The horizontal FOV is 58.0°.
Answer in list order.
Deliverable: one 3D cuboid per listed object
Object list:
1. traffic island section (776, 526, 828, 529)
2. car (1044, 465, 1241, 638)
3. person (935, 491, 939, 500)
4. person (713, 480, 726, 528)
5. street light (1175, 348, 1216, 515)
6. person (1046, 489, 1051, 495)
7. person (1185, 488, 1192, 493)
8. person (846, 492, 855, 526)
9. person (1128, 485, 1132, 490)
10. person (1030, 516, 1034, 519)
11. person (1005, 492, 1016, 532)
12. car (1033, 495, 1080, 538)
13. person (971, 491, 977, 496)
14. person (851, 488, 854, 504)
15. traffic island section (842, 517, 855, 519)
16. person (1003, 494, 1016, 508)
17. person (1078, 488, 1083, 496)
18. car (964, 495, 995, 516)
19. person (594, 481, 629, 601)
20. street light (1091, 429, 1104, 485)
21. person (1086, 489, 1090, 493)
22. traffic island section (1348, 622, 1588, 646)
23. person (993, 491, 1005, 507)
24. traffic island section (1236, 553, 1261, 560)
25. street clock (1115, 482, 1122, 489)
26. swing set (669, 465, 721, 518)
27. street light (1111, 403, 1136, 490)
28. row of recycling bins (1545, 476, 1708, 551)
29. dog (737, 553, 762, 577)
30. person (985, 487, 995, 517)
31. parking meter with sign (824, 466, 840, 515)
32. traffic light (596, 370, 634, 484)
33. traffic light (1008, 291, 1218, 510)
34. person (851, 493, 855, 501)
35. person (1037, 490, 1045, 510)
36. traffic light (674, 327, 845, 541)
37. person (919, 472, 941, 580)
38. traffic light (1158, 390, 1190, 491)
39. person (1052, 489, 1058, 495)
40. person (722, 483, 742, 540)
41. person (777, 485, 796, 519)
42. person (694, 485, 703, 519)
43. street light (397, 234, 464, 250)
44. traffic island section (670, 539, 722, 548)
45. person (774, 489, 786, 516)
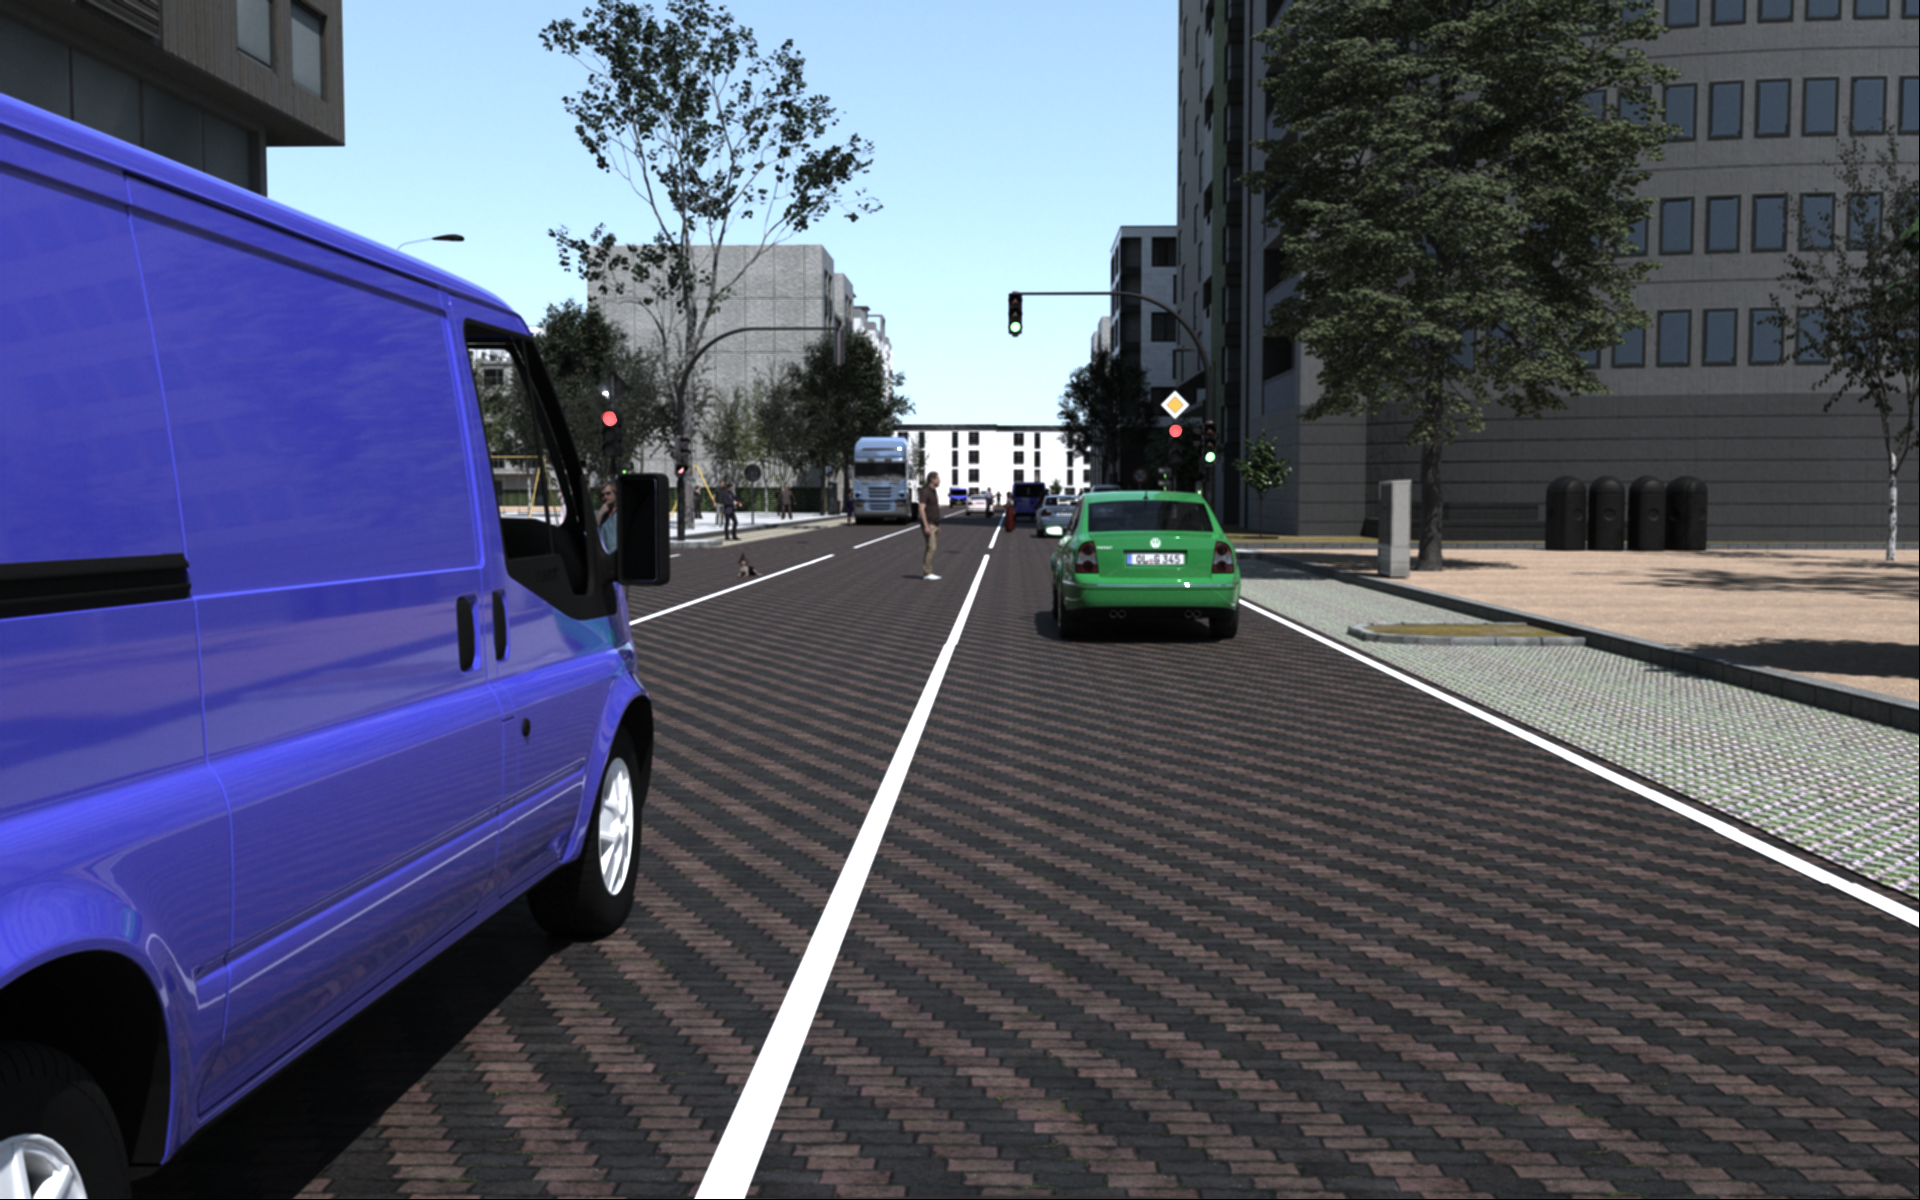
[{"bbox_3d":[-6.576,-3.032,72.439,1.991,0.108,1.994,0,4,2],"label":"traffic island section"},{"bbox_3d":[1.903,-0.601,18.624,1.959,1.807,4.718,0,4,1],"label":"car"},{"bbox_3d":[-2.428,-9.578,165.822,0.721,1.735,1.217,-3,5,-42],"label":"person"},{"bbox_3d":[-9.129,-3.665,66.095,0.598,1.807,0.434,-1,4,-19],"label":"person"},{"bbox_3d":[7.536,-5.050,55.101,1.470,5.913,1.316,0,4,2],"label":"street light"},{"bbox_3d":[5.125,-5.639,101.417,0.841,1.734,0.376,-3,5,-43],"label":"person"},{"bbox_3d":[12.296,-5.267,92.847,0.565,1.739,0.600,3,5,42],"label":"person"},{"bbox_3d":[-4.838,-4.069,77.398,0.546,1.535,0.453,2,4,23],"label":"person"},{"bbox_3d":[9.563,-5.587,97.516,0.434,1.807,0.598,0,4,6],"label":"person"},{"bbox_3d":[4.024,-5.307,98.509,0.697,1.427,0.421,3,4,38],"label":"person"},{"bbox_3d":[1.883,-3.319,65.226,0.387,1.526,0.523,1,4,14],"label":"person"},{"bbox_3d":[3.448,-2.826,58.207,2.014,1.417,4.499,0,4,2],"label":"car"},{"bbox_3d":[1.541,-11.010,189.044,0.750,1.759,0.617,1,4,14],"label":"person"},{"bbox_3d":[-7.926,-7.520,129.708,1.217,1.736,0.721,1,4,22],"label":"person"},{"bbox_3d":[-5.742,-4.712,99.913,1.991,0.108,1.994,0,4,2],"label":"traffic island section"},{"bbox_3d":[2.356,-4.403,83.175,0.600,1.496,0.574,-1,4,-11],"label":"person"},{"bbox_3d":[12.399,-10.515,177.588,0.705,1.869,1.348,3,5,43],"label":"person"},{"bbox_3d":[1.324,-6.329,115.838,2.083,1.381,4.827,0,4,0],"label":"car"},{"bbox_3d":[-3.184,-0.323,16.000,0.499,1.552,0.429,2,4,33],"label":"person"},{"bbox_3d":[9.527,-9.143,122.022,1.470,5.913,1.316,0,4,2],"label":"street light"},{"bbox_3d":[6.888,-5.133,93.362,0.436,1.711,0.756,1,4,9],"label":"person"},{"bbox_3d":[4.926,0.345,17.218,1.991,0.108,1.994,0,4,2],"label":"traffic island section"},{"bbox_3d":[4.431,-11.594,198.019,1.348,1.831,0.705,1,4,13],"label":"person"},{"bbox_3d":[5.592,-1.028,39.085,2.009,0.180,2.903,0,4,2],"label":"traffic island section"},{"bbox_3d":[9.302,-5.932,101.558,0.358,2.002,0.471,3,5,39],"label":"street clock"},{"bbox_3d":[-14.561,-5.979,95.377,2.862,2.851,3.119,0,4,-7],"label":"swing set"},{"bbox_3d":[8.451,-7.116,88.889,1.470,5.913,1.316,0,4,2],"label":"street light"},{"bbox_3d":[15.163,-1.973,39.365,3.534,1.692,1.069,0,4,2],"label":"row of recycling bins"},{"bbox_3d":[-3.639,-0.610,30.169,0.748,0.427,0.550,-3,4,-37],"label":"dog"},{"bbox_3d":[1.866,-6.008,106.605,0.599,1.838,0.709,1,4,11],"label":"person"},{"bbox_3d":[-7.859,-6.785,107.188,0.543,3.016,1.738,1,4,14],"label":"parking meter with sign"},{"bbox_3d":[-7.863,-3.085,39.363,0.839,4.253,0.868,0,4,2],"label":"traffic light"},{"bbox_3d":[3.459,-3.928,38.895,4.771,5.953,1.251,0,4,2],"label":"traffic light"},{"bbox_3d":[-7.489,-7.312,125.731,1.348,1.807,0.705,-2,4,-29],"label":"person"},{"bbox_3d":[4.083,-4.555,84.685,0.593,1.614,0.444,1,4,12],"label":"person"},{"bbox_3d":[-5.527,-4.443,47.316,4.771,5.953,1.251,0,4,2],"label":"traffic light"},{"bbox_3d":[-0.470,-1.249,29.051,0.434,1.807,0.598,2,4,28],"label":"person"},{"bbox_3d":[5.795,-3.549,46.954,0.839,4.253,0.868,0,4,2],"label":"traffic light"},{"bbox_3d":[6.115,-6.368,113.059,0.568,1.767,0.683,-3,4,-37],"label":"person"},{"bbox_3d":[-6.968,-2.710,53.259,0.568,1.767,0.683,1,4,22],"label":"person"},{"bbox_3d":[-8.830,-4.983,88.074,0.990,1.755,0.434,0,4,-2],"label":"person"},{"bbox_3d":[-13.600,-5.082,89.940,0.445,1.727,0.742,0,4,3],"label":"person"},{"bbox_3d":[-9.551,-3.582,31.112,1.470,5.913,1.316,0,4,2],"label":"street light"},{"bbox_3d":[-7.660,-1.541,47.481,2.009,0.180,2.903,0,4,2],"label":"traffic island section"},{"bbox_3d":[-10.690,-5.807,102.861,0.662,1.594,0.647,-1,4,-11],"label":"person"}]
